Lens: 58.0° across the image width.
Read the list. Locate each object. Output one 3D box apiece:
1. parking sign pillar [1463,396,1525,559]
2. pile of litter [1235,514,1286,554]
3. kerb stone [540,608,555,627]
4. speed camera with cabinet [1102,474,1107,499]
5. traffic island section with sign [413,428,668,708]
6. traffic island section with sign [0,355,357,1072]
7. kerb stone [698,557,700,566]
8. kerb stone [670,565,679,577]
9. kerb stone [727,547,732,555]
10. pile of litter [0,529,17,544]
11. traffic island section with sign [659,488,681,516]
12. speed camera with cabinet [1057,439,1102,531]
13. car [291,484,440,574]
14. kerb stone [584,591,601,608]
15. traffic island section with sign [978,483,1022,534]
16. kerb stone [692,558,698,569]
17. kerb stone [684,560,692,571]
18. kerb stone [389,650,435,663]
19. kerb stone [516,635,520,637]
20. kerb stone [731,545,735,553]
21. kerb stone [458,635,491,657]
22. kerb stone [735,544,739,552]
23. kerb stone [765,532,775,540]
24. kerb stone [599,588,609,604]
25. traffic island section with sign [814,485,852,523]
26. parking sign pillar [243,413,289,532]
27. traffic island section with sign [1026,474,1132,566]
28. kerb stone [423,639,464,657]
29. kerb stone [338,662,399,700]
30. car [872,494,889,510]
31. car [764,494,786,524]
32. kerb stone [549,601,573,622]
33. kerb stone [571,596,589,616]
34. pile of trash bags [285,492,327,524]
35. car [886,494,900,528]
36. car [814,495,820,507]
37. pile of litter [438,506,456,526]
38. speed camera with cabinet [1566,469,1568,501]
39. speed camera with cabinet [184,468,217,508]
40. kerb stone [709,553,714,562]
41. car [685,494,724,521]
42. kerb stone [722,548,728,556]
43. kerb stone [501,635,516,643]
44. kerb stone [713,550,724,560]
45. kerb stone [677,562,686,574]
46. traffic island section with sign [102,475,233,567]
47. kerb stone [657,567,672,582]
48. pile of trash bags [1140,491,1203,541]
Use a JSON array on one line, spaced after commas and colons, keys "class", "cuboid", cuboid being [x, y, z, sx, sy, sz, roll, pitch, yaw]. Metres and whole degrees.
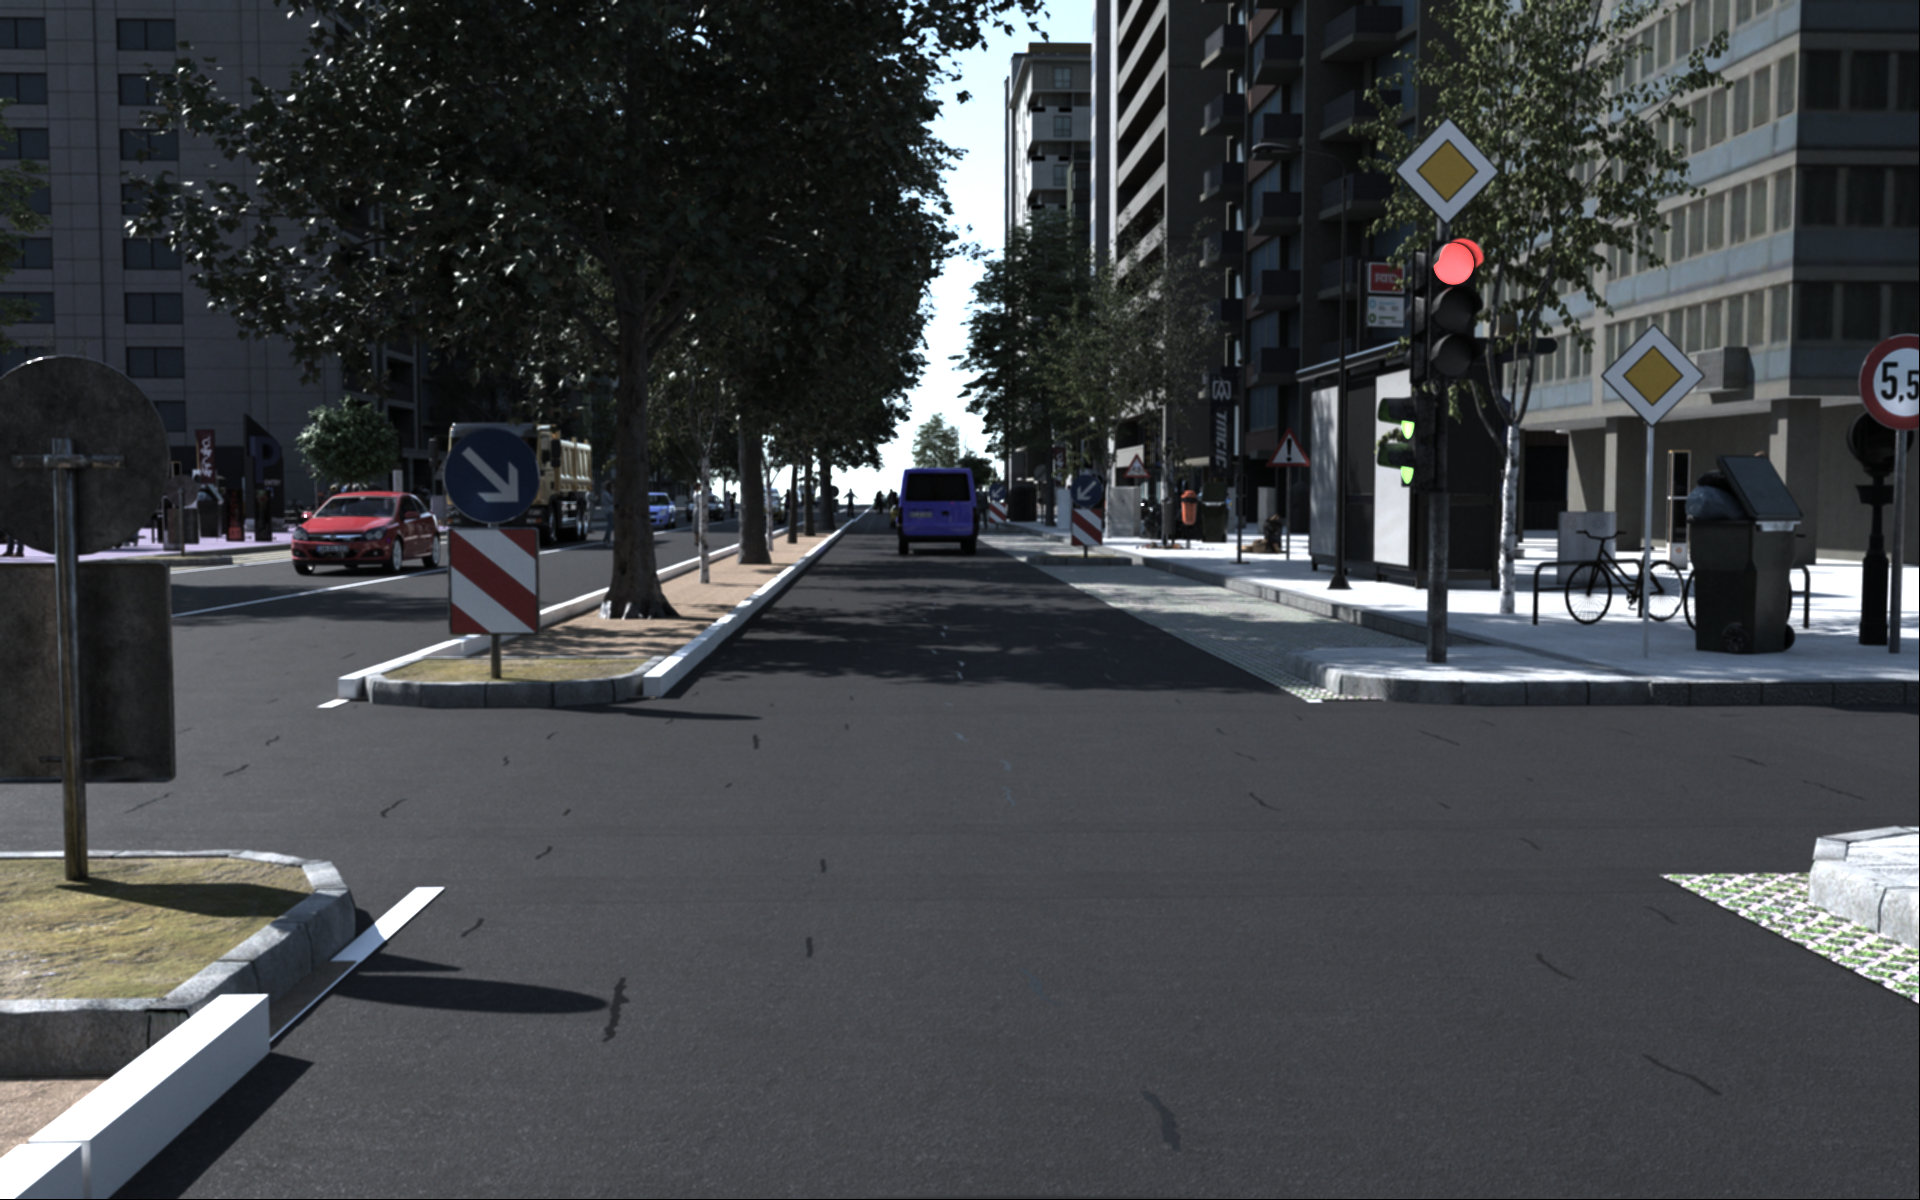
[{"class": "parking sign pillar", "cuboid": [10.580, -2.824, 34.650, 1.447, 3.967, 1.447, -2, 4, -29]}, {"class": "pile of litter", "cuboid": [6.576, -1.452, 37.701, 1.176, 0.858, 1.719, 1, 4, 15]}, {"class": "kerb stone", "cuboid": [-4.554, 0.220, 18.689, 0.120, 0.150, 1.000, 0, 4, -2]}, {"class": "speed camera with cabinet", "cuboid": [6.039, -5.094, 77.623, 0.660, 3.252, 2.038, 2, 4, 30]}, {"class": "traffic island section with sign", "cuboid": [-3.242, -0.271, 12.574, 2.006, 1.907, 1.989, 0, 4, -2]}, {"class": "traffic island section with sign", "cuboid": [-2.936, 0.181, 5.174, 2.006, 1.907, 1.989, 0, 4, -2]}, {"class": "kerb stone", "cuboid": [-5.210, -0.723, 34.081, 0.120, 0.150, 1.000, 0, 4, -2]}, {"class": "kerb stone", "cuboid": [-5.025, -0.474, 29.966, 0.120, 0.150, 1.000, 0, 4, -2]}, {"class": "kerb stone", "cuboid": [-5.460, -1.102, 40.218, 0.120, 0.150, 1.000, 0, 4, -2]}, {"class": "pile of litter", "cuboid": [-24.970, -1.874, 44.611, 1.176, 0.858, 1.719, -2, 4, -35]}, {"class": "traffic island section with sign", "cuboid": [-19.124, -6.327, 112.075, 1.989, 1.847, 2.006, 0, 4, -2]}, {"class": "speed camera with cabinet", "cuboid": [4.201, -4.122, 61.730, 0.660, 3.252, 2.038, 2, 4, 33]}, {"class": "car", "cuboid": [-11.064, -1.429, 32.409, 2.155, 1.783, 4.494, 0, 4, -3]}, {"class": "kerb stone", "cuboid": [-4.683, 0.027, 21.754, 0.120, 0.150, 1.000, 0, 4, -2]}, {"class": "traffic island section with sign", "cuboid": [1.204, -3.326, 63.004, 1.989, 1.847, 2.006, 0, 4, -2]}, {"class": "kerb stone", "cuboid": [-5.160, -0.664, 33.048, 0.120, 0.150, 1.000, 0, 4, -2]}, {"class": "kerb stone", "cuboid": [-5.120, -0.601, 32.019, 0.120, 0.150, 1.000, 0, 4, -2]}, {"class": "kerb stone", "cuboid": [-4.328, 0.529, 13.565, 0.120, 0.150, 1.000, 0, 4, -2]}, {"class": "kerb stone", "cuboid": [-4.502, 0.277, 17.668, 0.120, 0.150, 1.000, 0, 4, -2]}, {"class": "kerb stone", "cuboid": [-5.515, -1.165, 41.245, 0.120, 0.150, 1.000, 0, 4, -2]}, {"class": "kerb stone", "cuboid": [-4.415, 0.405, 15.618, 0.120, 0.150, 1.000, 0, 4, -2]}, {"class": "kerb stone", "cuboid": [-5.542, -1.227, 42.272, 0.120, 0.150, 1.000, 0, 4, -2]}, {"class": "kerb stone", "cuboid": [-6.117, -2.042, 55.588, 0.120, 0.150, 1.000, 0, 4, -2]}, {"class": "kerb stone", "cuboid": [-4.726, -0.036, 22.790, 0.120, 0.150, 1.000, 0, 4, -2]}, {"class": "traffic island section with sign", "cuboid": [-6.455, -4.863, 87.645, 2.006, 1.907, 1.989, 0, 4, -2]}, {"class": "parking sign pillar", "cuboid": [-23.476, -4.279, 58.437, 1.447, 3.967, 1.447, 2, 4, 26]}, {"class": "traffic island section with sign", "cuboid": [2.382, -1.631, 35.293, 1.989, 1.847, 2.006, 0, 4, -2]}, {"class": "kerb stone", "cuboid": [-4.380, 0.465, 14.585, 0.120, 0.150, 1.000, 0, 4, -2]}, {"class": "kerb stone", "cuboid": [-4.286, 0.590, 12.544, 0.120, 0.150, 1.000, 0, 4, -2]}, {"class": "car", "cuboid": [-7.070, -9.070, 160.090, 2.131, 1.459, 4.920, 0, 4, -1]}, {"class": "car", "cuboid": [-9.326, -4.461, 83.161, 2.015, 1.641, 3.980, 0, 4, -3]}, {"class": "kerb stone", "cuboid": [-4.589, 0.152, 19.712, 0.120, 0.150, 1.000, 0, 4, -2]}, {"class": "kerb stone", "cuboid": [-4.624, 0.091, 20.734, 0.120, 0.150, 1.000, 0, 4, -2]}, {"class": "pile of trash bags", "cuboid": [-28.024, -3.983, 74.867, 1.912, 1.369, 3.447, 0, 4, -6]}, {"class": "car", "cuboid": [-2.132, -3.919, 74.303, 2.015, 1.641, 3.980, 0, 4, -4]}, {"class": "car", "cuboid": [-15.611, -11.299, 197.319, 1.945, 1.354, 3.894, 0, 4, -2]}, {"class": "pile of litter", "cuboid": [-20.604, -3.420, 69.885, 1.176, 0.858, 1.719, 2, 4, 28]}, {"class": "speed camera with cabinet", "cuboid": [21.733, -3.950, 58.913, 0.660, 3.252, 2.038, -3, 5, -44]}, {"class": "speed camera with cabinet", "cuboid": [-27.468, -4.147, 62.138, 2.038, 3.252, 0.660, 3, 4, 37]}, {"class": "kerb stone", "cuboid": [-5.288, -0.852, 36.124, 0.120, 0.150, 1.000, 0, 4, -2]}, {"class": "car", "cuboid": [-13.498, -5.014, 91.763, 2.009, 1.686, 4.222, 0, 4, -3]}, {"class": "kerb stone", "cuboid": [-5.423, -1.039, 39.190, 0.120, 0.150, 1.000, 0, 4, -2]}, {"class": "kerb stone", "cuboid": [-4.455, 0.342, 16.642, 0.120, 0.150, 1.000, 0, 4, -2]}, {"class": "kerb stone", "cuboid": [-5.375, -0.976, 38.169, 0.120, 0.150, 1.000, 0, 4, -2]}, {"class": "kerb stone", "cuboid": [-5.069, -0.538, 30.987, 0.120, 0.150, 1.000, 0, 4, -2]}, {"class": "traffic island section with sign", "cuboid": [-15.836, -1.603, 34.842, 1.989, 1.847, 2.006, 0, 4, -2]}, {"class": "kerb stone", "cuboid": [-4.984, -0.412, 28.933, 0.120, 0.150, 1.000, 0, 4, -2]}, {"class": "pile of trash bags", "cuboid": [6.211, -2.385, 48.743, 1.912, 1.369, 3.447, 0, 4, -3]}]
